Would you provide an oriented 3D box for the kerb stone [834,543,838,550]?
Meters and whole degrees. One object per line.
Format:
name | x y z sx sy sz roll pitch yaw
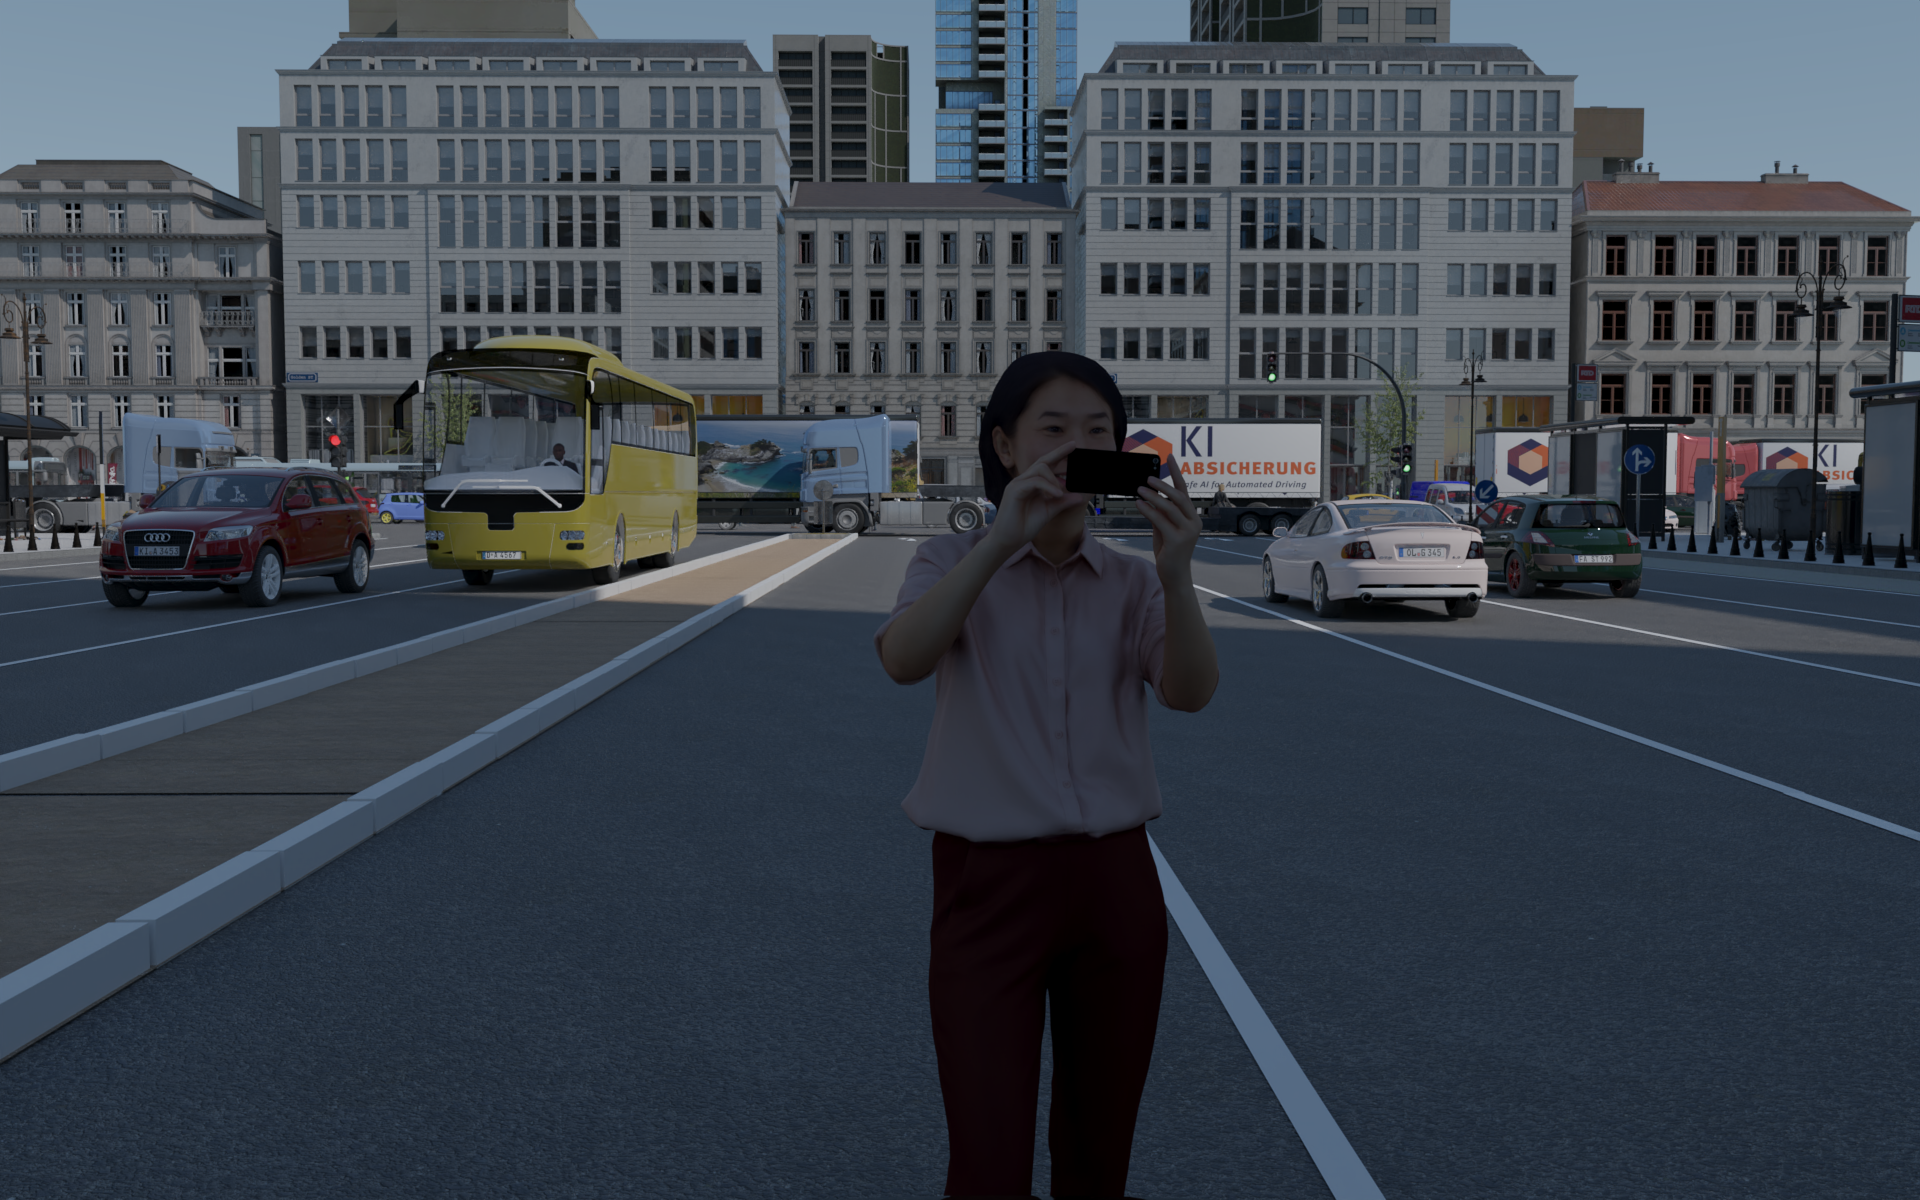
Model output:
kerb stone | -3.154 -1.259 42.804 0.120 0.150 1.000 0 4 -1

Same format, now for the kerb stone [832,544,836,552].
kerb stone | -3.145 -1.198 41.776 0.120 0.150 1.000 0 4 -1

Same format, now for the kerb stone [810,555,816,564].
kerb stone | -3.012 -0.756 34.564 0.120 0.150 1.000 0 4 -1

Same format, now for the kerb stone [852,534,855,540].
kerb stone | -3.316 -1.826 52.067 0.120 0.150 1.000 0 4 -1

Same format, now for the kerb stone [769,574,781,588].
kerb stone | -2.865 -0.253 26.334 0.120 0.150 1.000 0 4 -1

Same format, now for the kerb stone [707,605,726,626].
kerb stone | -2.734 0.190 19.120 0.120 0.150 1.000 0 4 -1

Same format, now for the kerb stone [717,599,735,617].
kerb stone | -2.763 0.125 20.148 0.120 0.150 1.000 0 4 -1

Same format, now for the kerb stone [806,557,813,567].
kerb stone | -2.997 -0.692 33.531 0.120 0.150 1.000 0 4 -1

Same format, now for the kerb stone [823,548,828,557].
kerb stone | -3.091 -1.008 38.685 0.120 0.150 1.000 0 4 -1

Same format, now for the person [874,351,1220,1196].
person | 0.142 0.459 2.456 0.517 1.644 0.566 2 4 27

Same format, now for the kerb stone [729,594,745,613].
kerb stone | -2.776 0.063 21.176 0.120 0.150 1.000 0 4 -1

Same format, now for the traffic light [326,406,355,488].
traffic light | -19.730 -4.047 55.084 0.839 4.253 0.868 0 4 -1

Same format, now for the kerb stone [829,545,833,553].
kerb stone | -3.129 -1.135 40.748 0.120 0.150 1.000 0 4 -1

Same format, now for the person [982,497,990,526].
person | 1.101 -3.961 76.500 0.697 1.427 0.421 2 4 32

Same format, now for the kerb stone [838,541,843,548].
kerb stone | -3.191 -1.387 44.866 0.120 0.150 1.000 0 4 -1

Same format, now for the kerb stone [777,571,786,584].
kerb stone | -2.893 -0.314 27.362 0.120 0.150 1.000 0 4 -1

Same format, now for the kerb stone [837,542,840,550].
kerb stone | -3.181 -1.323 43.832 0.120 0.150 1.000 0 4 -1

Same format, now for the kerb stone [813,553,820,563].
kerb stone | -3.028 -0.819 35.593 0.120 0.150 1.000 0 4 -1

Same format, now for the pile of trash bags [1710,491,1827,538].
pile of trash bags | 24.221 -2.572 51.811 3.447 1.369 1.912 3 5 40

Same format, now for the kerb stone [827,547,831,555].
kerb stone | -3.110 -1.072 39.720 0.120 0.150 1.000 0 4 -1

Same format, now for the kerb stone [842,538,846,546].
kerb stone | -3.232 -1.513 46.925 0.120 0.150 1.000 0 4 -1

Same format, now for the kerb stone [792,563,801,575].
kerb stone | -2.937 -0.505 30.446 0.120 0.150 1.000 0 4 -1

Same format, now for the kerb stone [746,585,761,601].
kerb stone | -2.813 -0.064 23.242 0.120 0.150 1.000 0 4 -1

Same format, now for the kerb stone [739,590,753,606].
kerb stone | -2.797 0.002 22.205 0.120 0.150 1.000 0 4 -1

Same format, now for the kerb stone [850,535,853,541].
kerb stone | -3.315 -1.764 51.039 0.120 0.150 1.000 0 4 -1

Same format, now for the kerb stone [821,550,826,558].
kerb stone | -3.067 -0.941 37.651 0.120 0.150 1.000 0 4 -1

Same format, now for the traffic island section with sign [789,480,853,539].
traffic island section with sign | -4.439 -2.911 55.726 2.006 1.907 1.989 0 4 -1

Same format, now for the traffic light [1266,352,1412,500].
traffic light | 12.136 -4.946 55.528 4.771 5.953 1.251 0 4 -1

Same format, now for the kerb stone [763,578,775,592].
kerb stone | -2.849 -0.190 25.302 0.120 0.150 1.000 0 4 -1

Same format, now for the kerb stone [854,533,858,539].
kerb stone | -3.361 -1.954 54.148 0.120 0.150 1.000 0 4 -1

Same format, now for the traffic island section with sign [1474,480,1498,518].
traffic island section with sign | 14.406 -2.443 48.569 1.989 1.847 2.006 0 4 -1

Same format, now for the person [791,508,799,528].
person | -6.841 -3.903 72.494 0.466 1.800 0.511 -2 4 -32

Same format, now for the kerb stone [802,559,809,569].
kerb stone | -2.979 -0.630 32.503 0.120 0.150 1.000 0 4 -1

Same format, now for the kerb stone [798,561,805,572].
kerb stone | -2.958 -0.566 31.475 0.120 0.150 1.000 0 4 -1

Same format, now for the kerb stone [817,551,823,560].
kerb stone | -3.052 -0.882 36.621 0.120 0.150 1.000 0 4 -1

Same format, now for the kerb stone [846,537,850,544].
kerb stone | -3.267 -1.638 48.981 0.120 0.150 1.000 0 4 -1

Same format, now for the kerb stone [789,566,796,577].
kerb stone | -2.921 -0.442 29.418 0.120 0.150 1.000 0 4 -1

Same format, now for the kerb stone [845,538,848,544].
kerb stone | -3.254 -1.575 47.953 0.120 0.150 1.000 0 4 -1

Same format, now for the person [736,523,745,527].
person | -9.642 -4.088 75.319 0.713 1.824 0.794 1 4 11

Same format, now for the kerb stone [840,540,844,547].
kerb stone | -3.216 -1.443 45.896 0.120 0.150 1.000 0 4 -1

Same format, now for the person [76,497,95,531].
person | -34.306 -3.443 67.984 0.799 1.438 0.628 -2 4 -25

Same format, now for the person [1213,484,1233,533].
person | 9.755 -3.320 62.997 0.699 1.804 1.509 -2 4 -31

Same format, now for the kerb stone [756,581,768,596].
kerb stone | -2.831 -0.127 24.269 0.120 0.150 1.000 0 4 -1

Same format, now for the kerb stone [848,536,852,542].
kerb stone | -3.284 -1.701 50.009 0.120 0.150 1.000 0 4 -1

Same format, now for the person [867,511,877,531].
person | -3.538 -3.411 67.504 0.776 1.435 0.726 0 4 6

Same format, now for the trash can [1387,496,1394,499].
trash can | 25.751 -5.634 103.771 0.748 1.137 0.748 0 3 0

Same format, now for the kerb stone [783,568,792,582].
kerb stone | -2.900 -0.379 28.390 0.120 0.150 1.000 0 4 -1

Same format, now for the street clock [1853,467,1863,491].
street clock | 23.718 -2.512 45.634 0.471 2.002 0.358 -3 5 -41
